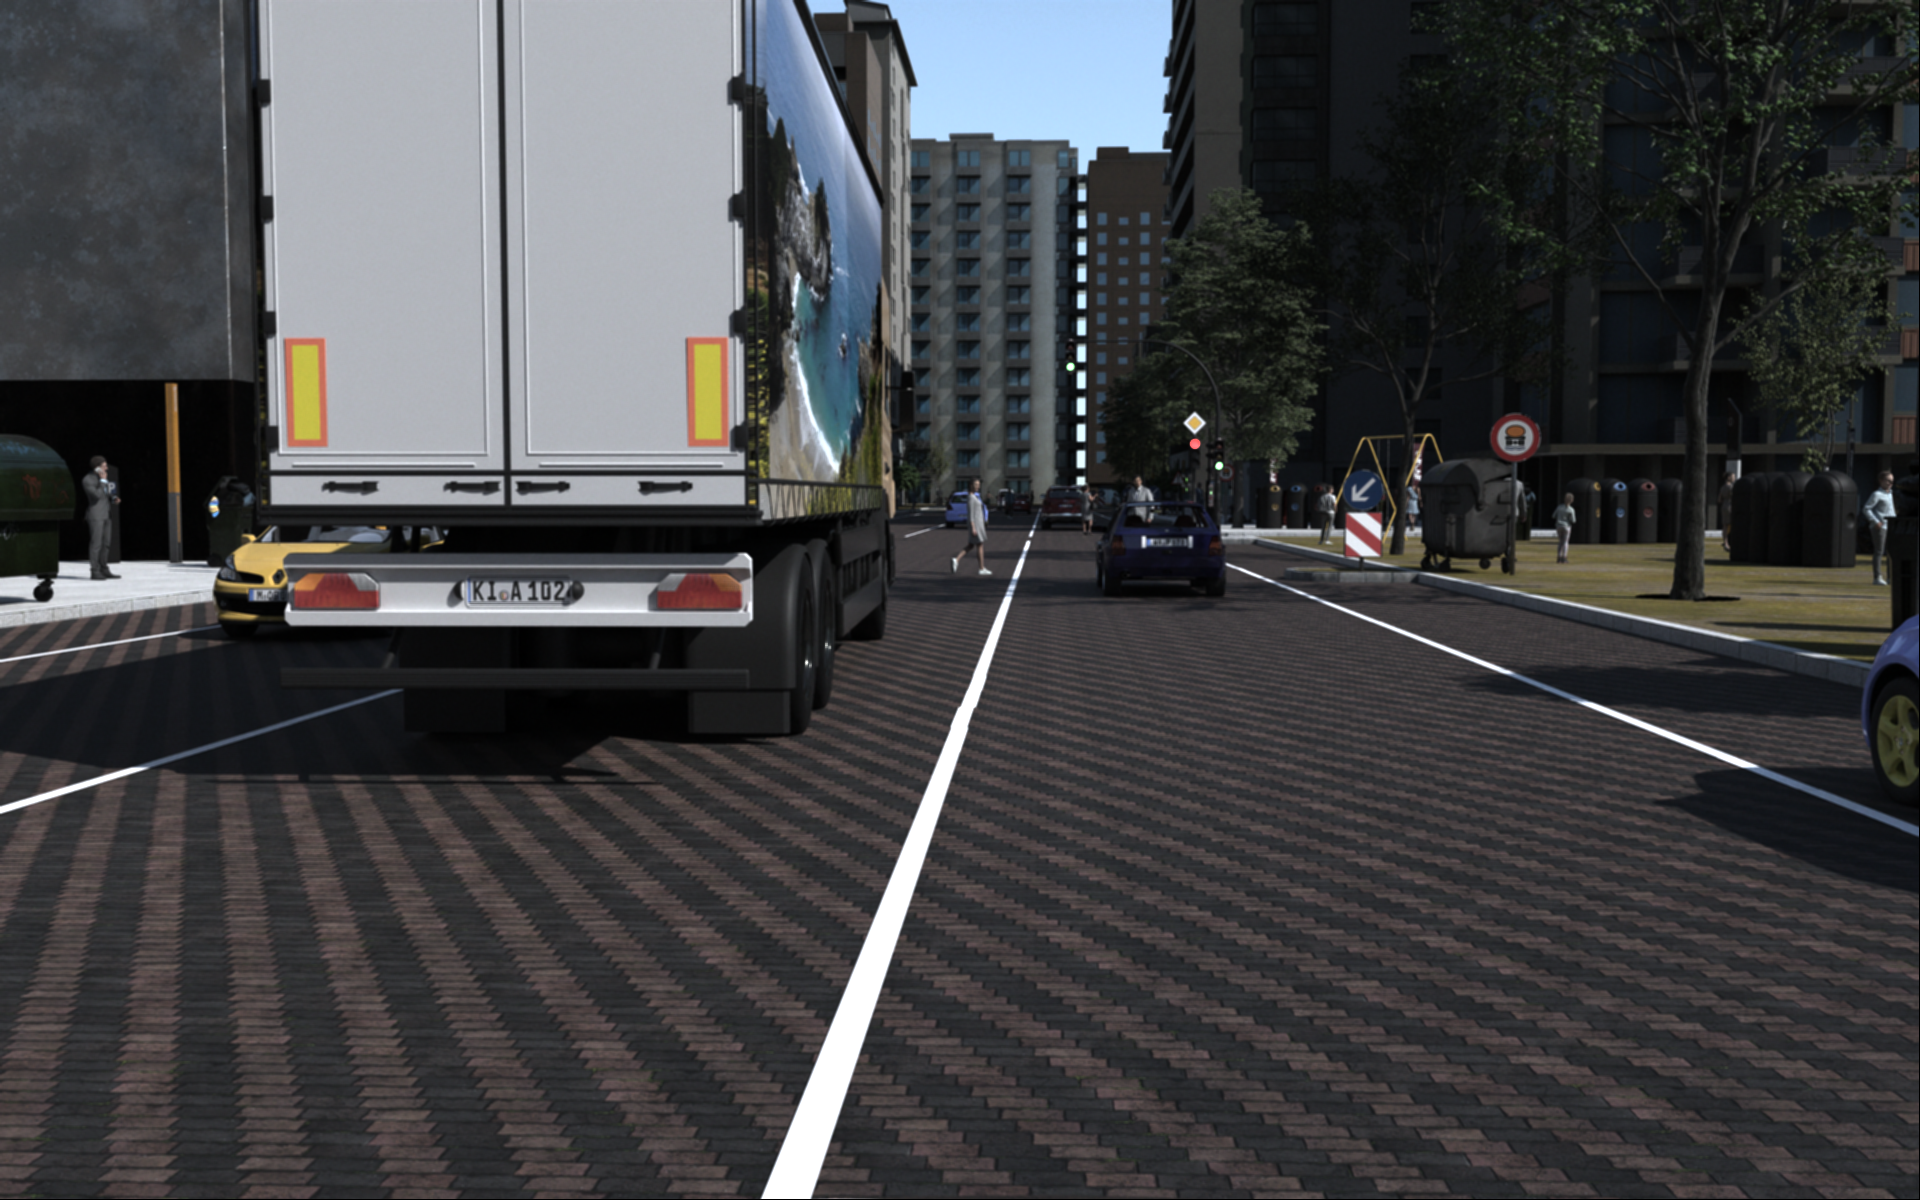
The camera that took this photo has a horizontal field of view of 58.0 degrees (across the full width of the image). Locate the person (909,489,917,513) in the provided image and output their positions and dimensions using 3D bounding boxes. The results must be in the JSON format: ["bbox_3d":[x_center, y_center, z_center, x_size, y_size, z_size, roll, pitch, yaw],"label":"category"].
[{"bbox_3d":[-3.474,-7.335,128.452,0.654,1.822,0.581,-1,4,-16],"label":"person"}]

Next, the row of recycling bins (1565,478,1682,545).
[{"bbox_3d":[17.200,-2.304,44.780,3.534,1.692,1.069,-1,4,-17],"label":"row of recycling bins"}]

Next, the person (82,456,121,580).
[{"bbox_3d":[-12.829,-1.231,25.974,0.447,1.846,0.655,0,4,-2],"label":"person"}]

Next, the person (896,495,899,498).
[{"bbox_3d":[-6.078,-9.411,160.637,1.217,1.735,0.721,3,5,43],"label":"person"}]

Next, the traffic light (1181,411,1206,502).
[{"bbox_3d":[7.948,-4.281,58.921,0.839,4.253,0.868,0,4,3],"label":"traffic light"}]

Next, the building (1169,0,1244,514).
[{"bbox_3d":[25.902,-30.267,118.565,21.300,48.544,21.600,0,4,3],"label":"building"}]

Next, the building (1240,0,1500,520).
[{"bbox_3d":[21.688,-19.557,91.454,14.160,30.474,14.107,0,4,3],"label":"building"}]

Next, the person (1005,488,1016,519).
[{"bbox_3d":[2.896,-5.588,100.213,0.601,1.785,0.444,1,4,16],"label":"person"}]

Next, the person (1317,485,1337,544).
[{"bbox_3d":[9.360,-2.177,44.228,0.503,1.515,0.523,0,4,7],"label":"person"}]

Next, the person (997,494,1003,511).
[{"bbox_3d":[3.443,-8.359,148.388,0.599,1.433,0.991,-1,4,-23],"label":"person"}]

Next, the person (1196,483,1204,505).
[{"bbox_3d":[10.743,-4.398,78.127,0.721,1.800,0.419,-3,5,-39],"label":"person"}]

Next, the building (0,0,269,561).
[{"bbox_3d":[-21.756,-10.629,41.233,16.811,18.784,16.820,0,4,3],"label":"building"}]

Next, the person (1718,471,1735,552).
[{"bbox_3d":[17.072,-1.953,38.308,0.374,1.781,0.599,-1,4,-12],"label":"person"}]

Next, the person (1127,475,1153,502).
[{"bbox_3d":[3.838,-1.734,36.692,0.661,1.843,0.795,3,4,37],"label":"person"}]

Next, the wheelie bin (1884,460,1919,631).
[{"bbox_3d":[9.021,-0.494,15.991,0.693,1.594,0.980,-1,4,-16],"label":"wheelie bin"}]

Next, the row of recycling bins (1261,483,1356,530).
[{"bbox_3d":[12.784,-3.454,63.579,3.534,1.692,1.069,1,4,22],"label":"row of recycling bins"}]

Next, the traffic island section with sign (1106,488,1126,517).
[{"bbox_3d":[10.576,-6.264,111.052,1.989,1.847,2.006,0,4,3],"label":"traffic island section with sign"}]

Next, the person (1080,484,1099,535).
[{"bbox_3d":[4.558,-3.172,60.715,0.532,1.782,0.716,-3,5,-44],"label":"person"}]

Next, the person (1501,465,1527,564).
[{"bbox_3d":[9.914,-1.545,31.430,0.709,1.813,0.853,-2,4,-23],"label":"person"}]

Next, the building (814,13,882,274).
[{"bbox_3d":[-15.031,-31.570,166.281,14.600,45.320,14.200,0,4,3],"label":"building"}]

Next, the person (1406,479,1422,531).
[{"bbox_3d":[15.751,-3.301,60.101,0.616,1.811,0.778,0,4,2],"label":"person"}]

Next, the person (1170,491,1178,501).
[{"bbox_3d":[13.596,-6.312,109.427,0.661,1.801,0.590,-2,4,-29],"label":"person"}]

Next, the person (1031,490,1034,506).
[{"bbox_3d":[8.817,-12.396,210.811,0.705,1.869,1.348,-1,4,-12],"label":"person"}]

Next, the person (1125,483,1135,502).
[{"bbox_3d":[7.482,-4.168,76.009,0.648,1.900,0.474,1,4,20],"label":"person"}]

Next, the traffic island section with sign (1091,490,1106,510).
[{"bbox_3d":[13.092,-9.367,161.775,1.989,1.847,2.006,0,4,3],"label":"traffic island section with sign"}]

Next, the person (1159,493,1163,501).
[{"bbox_3d":[14.758,-7.385,126.894,0.767,1.812,0.694,1,4,17],"label":"person"}]

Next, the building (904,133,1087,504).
[{"bbox_3d":[1.548,-37.492,232.599,30.456,49.044,23.786,0,4,3],"label":"building"}]

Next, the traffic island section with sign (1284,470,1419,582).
[{"bbox_3d":[6.511,-1.249,29.055,1.989,1.847,2.006,0,4,3],"label":"traffic island section with sign"}]

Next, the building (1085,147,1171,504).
[{"bbox_3d":[23.682,-35.235,226.203,14.200,45.320,14.600,0,4,3],"label":"building"}]

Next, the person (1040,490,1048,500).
[{"bbox_3d":[7.230,-8.224,143.685,1.217,1.735,0.721,-1,4,-17],"label":"person"}]

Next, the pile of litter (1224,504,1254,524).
[{"bbox_3d":[12.179,-3.794,75.990,1.176,0.858,1.719,-2,4,-33],"label":"pile of litter"}]

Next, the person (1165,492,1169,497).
[{"bbox_3d":[15.786,-7.727,132.466,0.778,1.811,0.616,1,4,21],"label":"person"}]

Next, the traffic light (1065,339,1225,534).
[{"bbox_3d":[5.458,-4.663,50.907,4.771,5.953,1.251,0,4,3],"label":"traffic light"}]

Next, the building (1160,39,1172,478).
[{"bbox_3d":[30.467,-33.126,161.217,23.786,49.044,30.456,0,4,3],"label":"building"}]

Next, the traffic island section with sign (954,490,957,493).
[{"bbox_3d":[-0.532,-10.991,188.331,1.989,1.847,2.006,0,4,3],"label":"traffic island section with sign"}]

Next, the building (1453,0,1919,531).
[{"bbox_3d":[35.297,-25.311,68.455,28.867,44.769,22.147,0,4,3],"label":"building"}]

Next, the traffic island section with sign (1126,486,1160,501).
[{"bbox_3d":[9.250,-4.618,84.129,1.989,1.847,2.006,0,4,3],"label":"traffic island section with sign"}]

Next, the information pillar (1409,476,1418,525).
[{"bbox_3d":[18.835,-4.124,71.924,0.304,2.012,0.304,0,4,-4],"label":"information pillar"}]

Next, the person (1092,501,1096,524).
[{"bbox_3d":[6.214,-4.467,82.211,0.598,1.740,0.731,3,5,43],"label":"person"}]

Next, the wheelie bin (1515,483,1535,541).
[{"bbox_3d":[15.391,-2.434,47.696,0.980,1.594,0.693,-1,4,-14],"label":"wheelie bin"}]

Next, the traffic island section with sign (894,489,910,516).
[{"bbox_3d":[-4.298,-6.342,112.326,1.989,1.847,2.006,0,4,3],"label":"traffic island section with sign"}]

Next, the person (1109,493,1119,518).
[{"bbox_3d":[9.296,-5.713,104.500,0.503,1.515,0.523,-3,5,-42],"label":"person"}]

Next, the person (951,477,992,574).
[{"bbox_3d":[0.214,-1.319,30.819,0.760,1.731,0.466,-2,4,-28],"label":"person"}]

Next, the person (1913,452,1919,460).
[{"bbox_3d":[11.712,-0.907,21.114,0.600,1.795,0.529,0,4,-2],"label":"person"}]

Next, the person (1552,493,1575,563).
[{"bbox_3d":[11.203,-1.333,32.114,0.425,1.301,0.394,2,4,30],"label":"person"}]

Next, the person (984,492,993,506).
[{"bbox_3d":[3.445,-12.114,207.273,1.217,1.736,0.721,1,4,20],"label":"person"}]

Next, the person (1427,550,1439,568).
[{"bbox_3d":[8.228,-1.183,30.076,0.332,1.250,0.352,-2,4,-28],"label":"person"}]

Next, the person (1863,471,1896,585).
[{"bbox_3d":[13.040,-1.015,24.450,0.589,1.601,0.330,-1,4,-11],"label":"person"}]

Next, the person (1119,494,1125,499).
[{"bbox_3d":[17.034,-10.533,178.227,1.348,1.831,0.705,-1,4,-16],"label":"person"}]

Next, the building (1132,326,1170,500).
[{"bbox_3d":[33.638,-21.205,191.742,27.650,21.520,28.899,0,4,3],"label":"building"}]

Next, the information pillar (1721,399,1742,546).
[{"bbox_3d":[18.974,-3.129,42.516,0.183,3.616,0.504,-1,4,-10],"label":"information pillar"}]

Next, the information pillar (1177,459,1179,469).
[{"bbox_3d":[14.409,-7.542,114.672,0.183,3.616,0.504,0,4,-6],"label":"information pillar"}]

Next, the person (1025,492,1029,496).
[{"bbox_3d":[5.936,-8.785,153.610,0.593,1.643,0.415,2,4,33],"label":"person"}]

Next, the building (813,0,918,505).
[{"bbox_3d":[-19.456,-36.974,193.759,27.495,52.752,28.713,0,4,3],"label":"building"}]

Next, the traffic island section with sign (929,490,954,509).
[{"bbox_3d":[-1.871,-9.344,161.409,1.989,1.847,2.006,0,4,3],"label":"traffic island section with sign"}]

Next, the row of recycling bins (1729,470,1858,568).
[{"bbox_3d":[15.147,-1.500,31.631,1.069,1.692,3.534,0,4,-1],"label":"row of recycling bins"}]
